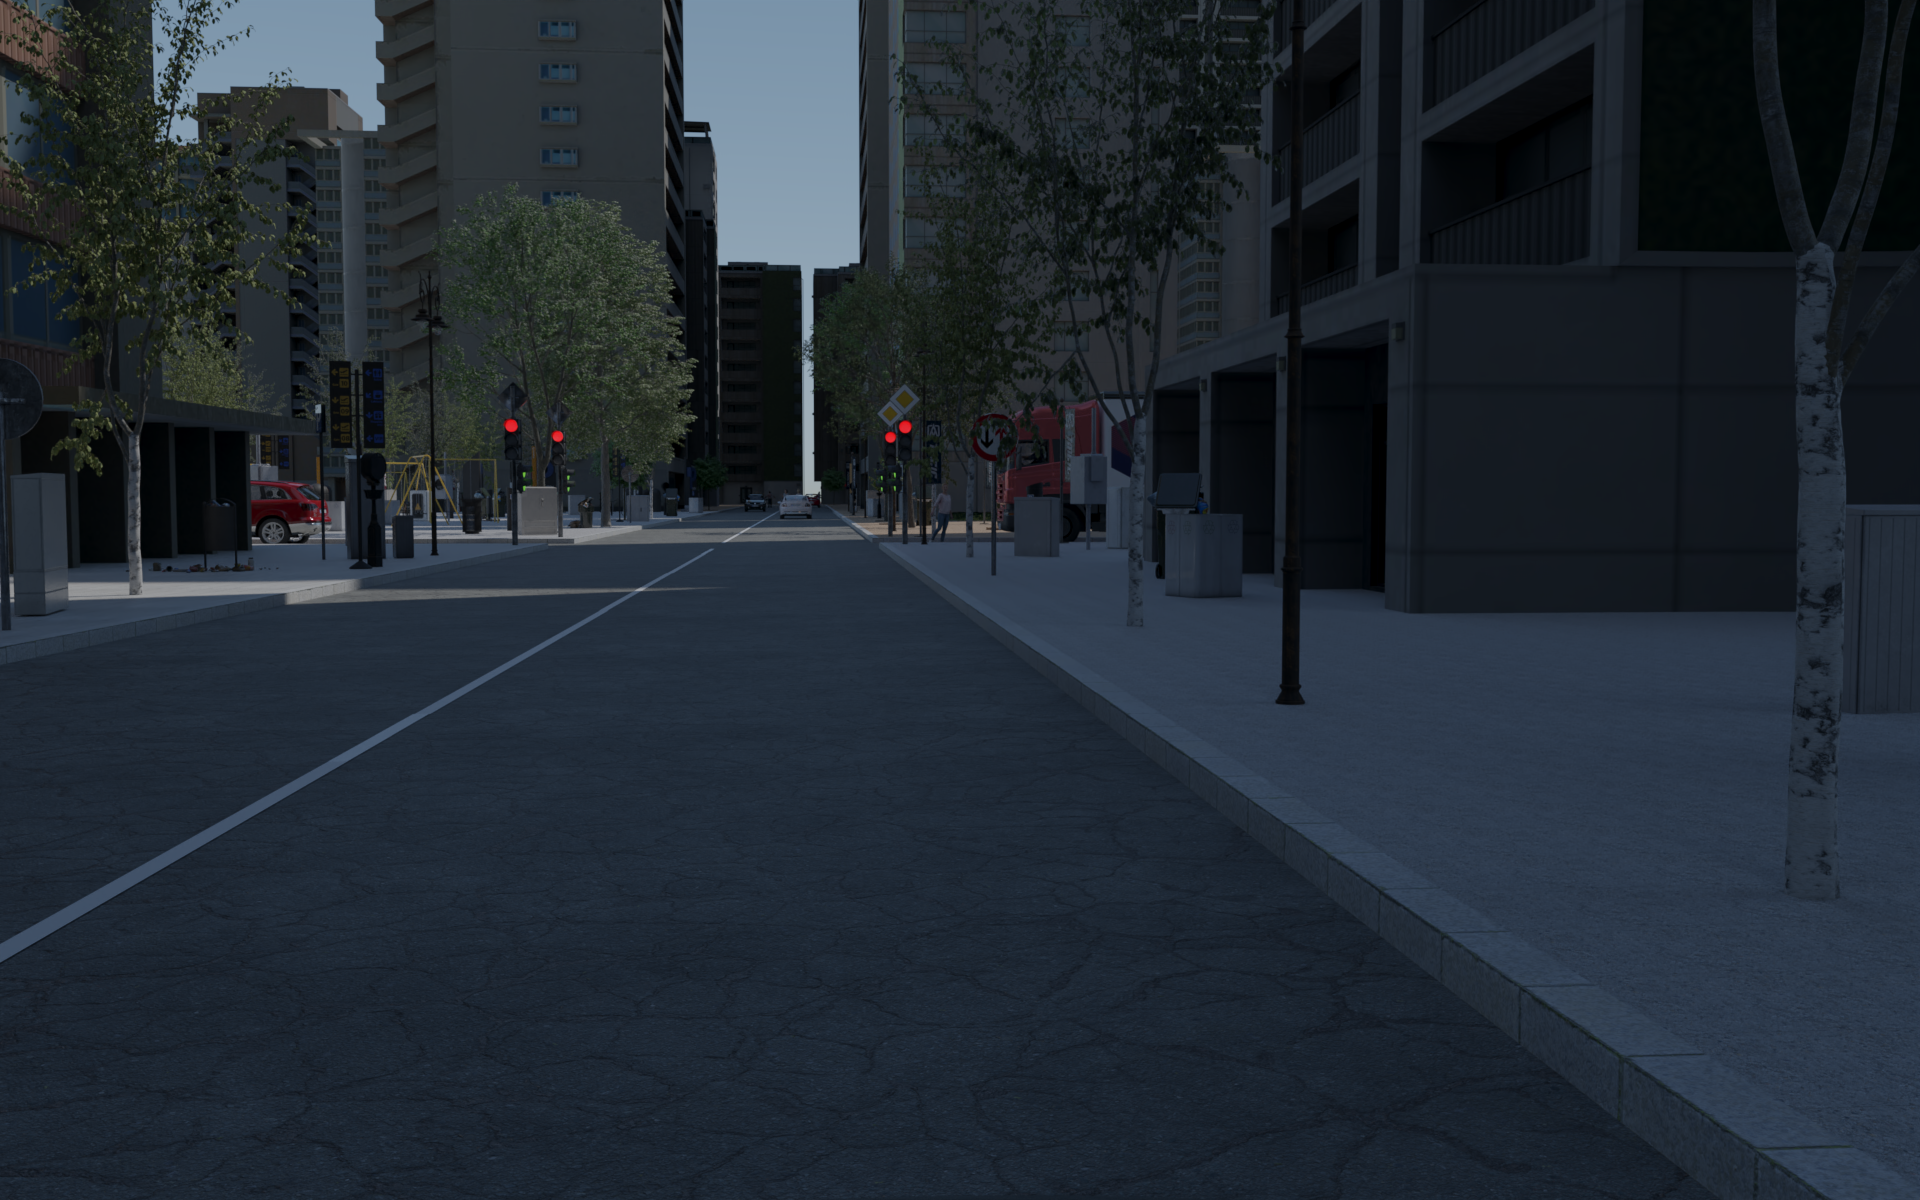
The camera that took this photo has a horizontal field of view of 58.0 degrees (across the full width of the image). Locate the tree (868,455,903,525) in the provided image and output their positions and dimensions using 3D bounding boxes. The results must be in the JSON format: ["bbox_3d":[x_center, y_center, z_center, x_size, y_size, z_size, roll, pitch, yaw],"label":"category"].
[{"bbox_3d":[-2.829,-4.788,72.887,1.663,3.219,1.824,0,3,0],"label":"tree"}]

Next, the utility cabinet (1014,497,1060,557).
[{"bbox_3d":[1.585,-1.498,35.661,1.020,1.237,0.306,3,5,44],"label":"utility cabinet"}]

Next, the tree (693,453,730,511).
[{"bbox_3d":[-19.643,-9.259,135.098,4.285,4.588,4.351,0,3,0],"label":"tree"}]

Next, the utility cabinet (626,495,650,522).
[{"bbox_3d":[-15.074,-4.276,81.072,1.020,1.237,0.306,0,4,8],"label":"utility cabinet"}]

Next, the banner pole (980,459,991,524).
[{"bbox_3d":[1.202,-5.139,74.037,0.401,3.779,0.863,-3,5,-44],"label":"banner pole"}]

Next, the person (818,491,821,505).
[{"bbox_3d":[-16.213,-11.639,199.461,0.621,1.740,0.551,-1,4,-17],"label":"person"}]

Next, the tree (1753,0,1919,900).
[{"bbox_3d":[2.718,-3.345,5.046,4.360,8.622,3.978,0,3,0],"label":"tree"}]

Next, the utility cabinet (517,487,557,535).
[{"bbox_3d":[-13.036,-2.739,53.461,1.173,1.500,0.318,-3,4,-39],"label":"utility cabinet"}]

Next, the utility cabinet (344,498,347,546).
[{"bbox_3d":[-15.035,-1.970,43.364,0.306,1.237,1.020,0,4,8],"label":"utility cabinet"}]

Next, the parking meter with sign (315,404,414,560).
[{"bbox_3d":[-11.734,-2.321,34.210,1.738,3.016,0.543,-2,4,-31],"label":"parking meter with sign"}]

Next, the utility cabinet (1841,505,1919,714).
[{"bbox_3d":[5.691,0.054,10.276,1.020,1.237,0.306,-1,4,-12],"label":"utility cabinet"}]

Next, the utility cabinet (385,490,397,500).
[{"bbox_3d":[-29.529,-4.946,89.544,0.318,1.500,1.173,0,4,6],"label":"utility cabinet"}]

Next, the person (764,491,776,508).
[{"bbox_3d":[-20.205,-10.697,184.127,1.217,1.736,0.721,-1,4,-17],"label":"person"}]

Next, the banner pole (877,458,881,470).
[{"bbox_3d":[-5.592,-7.945,119.917,0.401,3.779,0.863,1,4,23],"label":"banner pole"}]

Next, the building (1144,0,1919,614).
[{"bbox_3d":[14.591,-35.691,21.797,20.563,71.187,20.611,0,4,-5],"label":"building"}]

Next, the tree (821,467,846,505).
[{"bbox_3d":[-14.890,-13.493,204.331,4.285,4.588,4.351,0,3,0],"label":"tree"}]

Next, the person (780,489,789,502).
[{"bbox_3d":[-12.251,-6.834,120.586,0.716,1.782,0.532,2,4,32],"label":"person"}]

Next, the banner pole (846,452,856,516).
[{"bbox_3d":[-6.347,-6.929,103.298,0.401,3.779,0.863,-1,4,-20],"label":"banner pole"}]

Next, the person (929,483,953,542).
[{"bbox_3d":[-0.594,-2.327,47.225,0.598,1.740,0.731,2,4,32],"label":"person"}]

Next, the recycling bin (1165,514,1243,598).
[{"bbox_3d":[3.057,-0.561,21.720,0.722,1.027,0.722,-2,4,-27],"label":"recycling bin"}]

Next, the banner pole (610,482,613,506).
[{"bbox_3d":[-24.920,-8.183,123.802,0.401,3.779,0.863,1,4,11],"label":"banner pole"}]

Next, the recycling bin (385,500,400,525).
[{"bbox_3d":[-23.966,-3.673,72.603,0.722,1.027,0.722,1,4,15],"label":"recycling bin"}]

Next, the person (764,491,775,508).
[{"bbox_3d":[-20.086,-10.606,182.622,1.217,1.736,0.721,-1,4,-20],"label":"person"}]

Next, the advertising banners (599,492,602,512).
[{"bbox_3d":[-24.939,-7.672,121.619,0.090,3.025,2.074,1,4,9],"label":"advertising banners"}]

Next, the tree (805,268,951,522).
[{"bbox_3d":[-3.540,-9.475,80.669,9.928,11.665,9.643,0,3,0],"label":"tree"}]

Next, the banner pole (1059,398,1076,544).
[{"bbox_3d":[2.752,-3.351,44.810,0.401,3.779,0.863,-2,4,-29],"label":"banner pole"}]

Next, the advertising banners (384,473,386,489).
[{"bbox_3d":[-33.349,-6.338,99.821,0.090,3.025,2.074,0,4,-1],"label":"advertising banners"}]

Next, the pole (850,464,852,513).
[{"bbox_3d":[-7.265,-7.458,115.787,0.158,3.312,0.155,0,3,0],"label":"pole"}]

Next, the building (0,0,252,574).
[{"bbox_3d":[-28.743,-22.884,28.776,28.867,44.769,22.147,0,4,-5],"label":"building"}]

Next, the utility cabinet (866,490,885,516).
[{"bbox_3d":[-4.822,-5.577,99.862,1.173,1.500,0.318,-1,4,-20],"label":"utility cabinet"}]

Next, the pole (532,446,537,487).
[{"bbox_3d":[-18.093,-4.882,73.669,0.158,3.312,0.155,0,3,0],"label":"pole"}]

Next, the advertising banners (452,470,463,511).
[{"bbox_3d":[-35.717,-7.778,123.364,0.090,3.025,2.074,1,4,9],"label":"advertising banners"}]

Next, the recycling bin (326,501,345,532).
[{"bbox_3d":[-21.591,-2.881,59.663,0.722,1.027,0.722,0,4,-8],"label":"recycling bin"}]

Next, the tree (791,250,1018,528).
[{"bbox_3d":[-1.920,-8.038,65.833,8.767,10.594,7.601,-1,4,-18],"label":"tree"}]

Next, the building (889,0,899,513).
[{"bbox_3d":[2.503,-28.446,115.209,14.600,45.320,14.200,0,4,-5],"label":"building"}]

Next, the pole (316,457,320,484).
[{"bbox_3d":[-35.379,-6.219,95.530,0.158,3.312,0.155,0,3,0],"label":"pole"}]

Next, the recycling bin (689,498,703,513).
[{"bbox_3d":[-17.803,-6.378,116.827,0.722,1.027,0.722,1,4,20],"label":"recycling bin"}]

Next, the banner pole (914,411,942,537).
[{"bbox_3d":[-0.946,-3.781,51.833,0.863,3.779,0.401,0,4,-6],"label":"banner pole"}]

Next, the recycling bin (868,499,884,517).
[{"bbox_3d":[-4.701,-5.150,96.749,0.722,1.027,0.722,-2,4,-28],"label":"recycling bin"}]

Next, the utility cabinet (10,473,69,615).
[{"bbox_3d":[-9.893,-0.607,18.610,0.318,1.500,1.173,-1,4,-17],"label":"utility cabinet"}]

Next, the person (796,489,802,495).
[{"bbox_3d":[-10.365,-6.363,113.210,0.598,1.740,0.731,3,5,43],"label":"person"}]

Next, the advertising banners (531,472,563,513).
[{"bbox_3d":[-24.702,-6.557,103.394,2.074,3.025,0.090,1,4,13],"label":"advertising banners"}]

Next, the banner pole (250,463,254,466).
[{"bbox_3d":[-50.631,-8.158,123.403,0.863,3.779,0.401,0,4,3],"label":"banner pole"}]

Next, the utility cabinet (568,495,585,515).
[{"bbox_3d":[-23.451,-5.798,105.952,1.020,1.237,0.306,-3,5,-42],"label":"utility cabinet"}]
